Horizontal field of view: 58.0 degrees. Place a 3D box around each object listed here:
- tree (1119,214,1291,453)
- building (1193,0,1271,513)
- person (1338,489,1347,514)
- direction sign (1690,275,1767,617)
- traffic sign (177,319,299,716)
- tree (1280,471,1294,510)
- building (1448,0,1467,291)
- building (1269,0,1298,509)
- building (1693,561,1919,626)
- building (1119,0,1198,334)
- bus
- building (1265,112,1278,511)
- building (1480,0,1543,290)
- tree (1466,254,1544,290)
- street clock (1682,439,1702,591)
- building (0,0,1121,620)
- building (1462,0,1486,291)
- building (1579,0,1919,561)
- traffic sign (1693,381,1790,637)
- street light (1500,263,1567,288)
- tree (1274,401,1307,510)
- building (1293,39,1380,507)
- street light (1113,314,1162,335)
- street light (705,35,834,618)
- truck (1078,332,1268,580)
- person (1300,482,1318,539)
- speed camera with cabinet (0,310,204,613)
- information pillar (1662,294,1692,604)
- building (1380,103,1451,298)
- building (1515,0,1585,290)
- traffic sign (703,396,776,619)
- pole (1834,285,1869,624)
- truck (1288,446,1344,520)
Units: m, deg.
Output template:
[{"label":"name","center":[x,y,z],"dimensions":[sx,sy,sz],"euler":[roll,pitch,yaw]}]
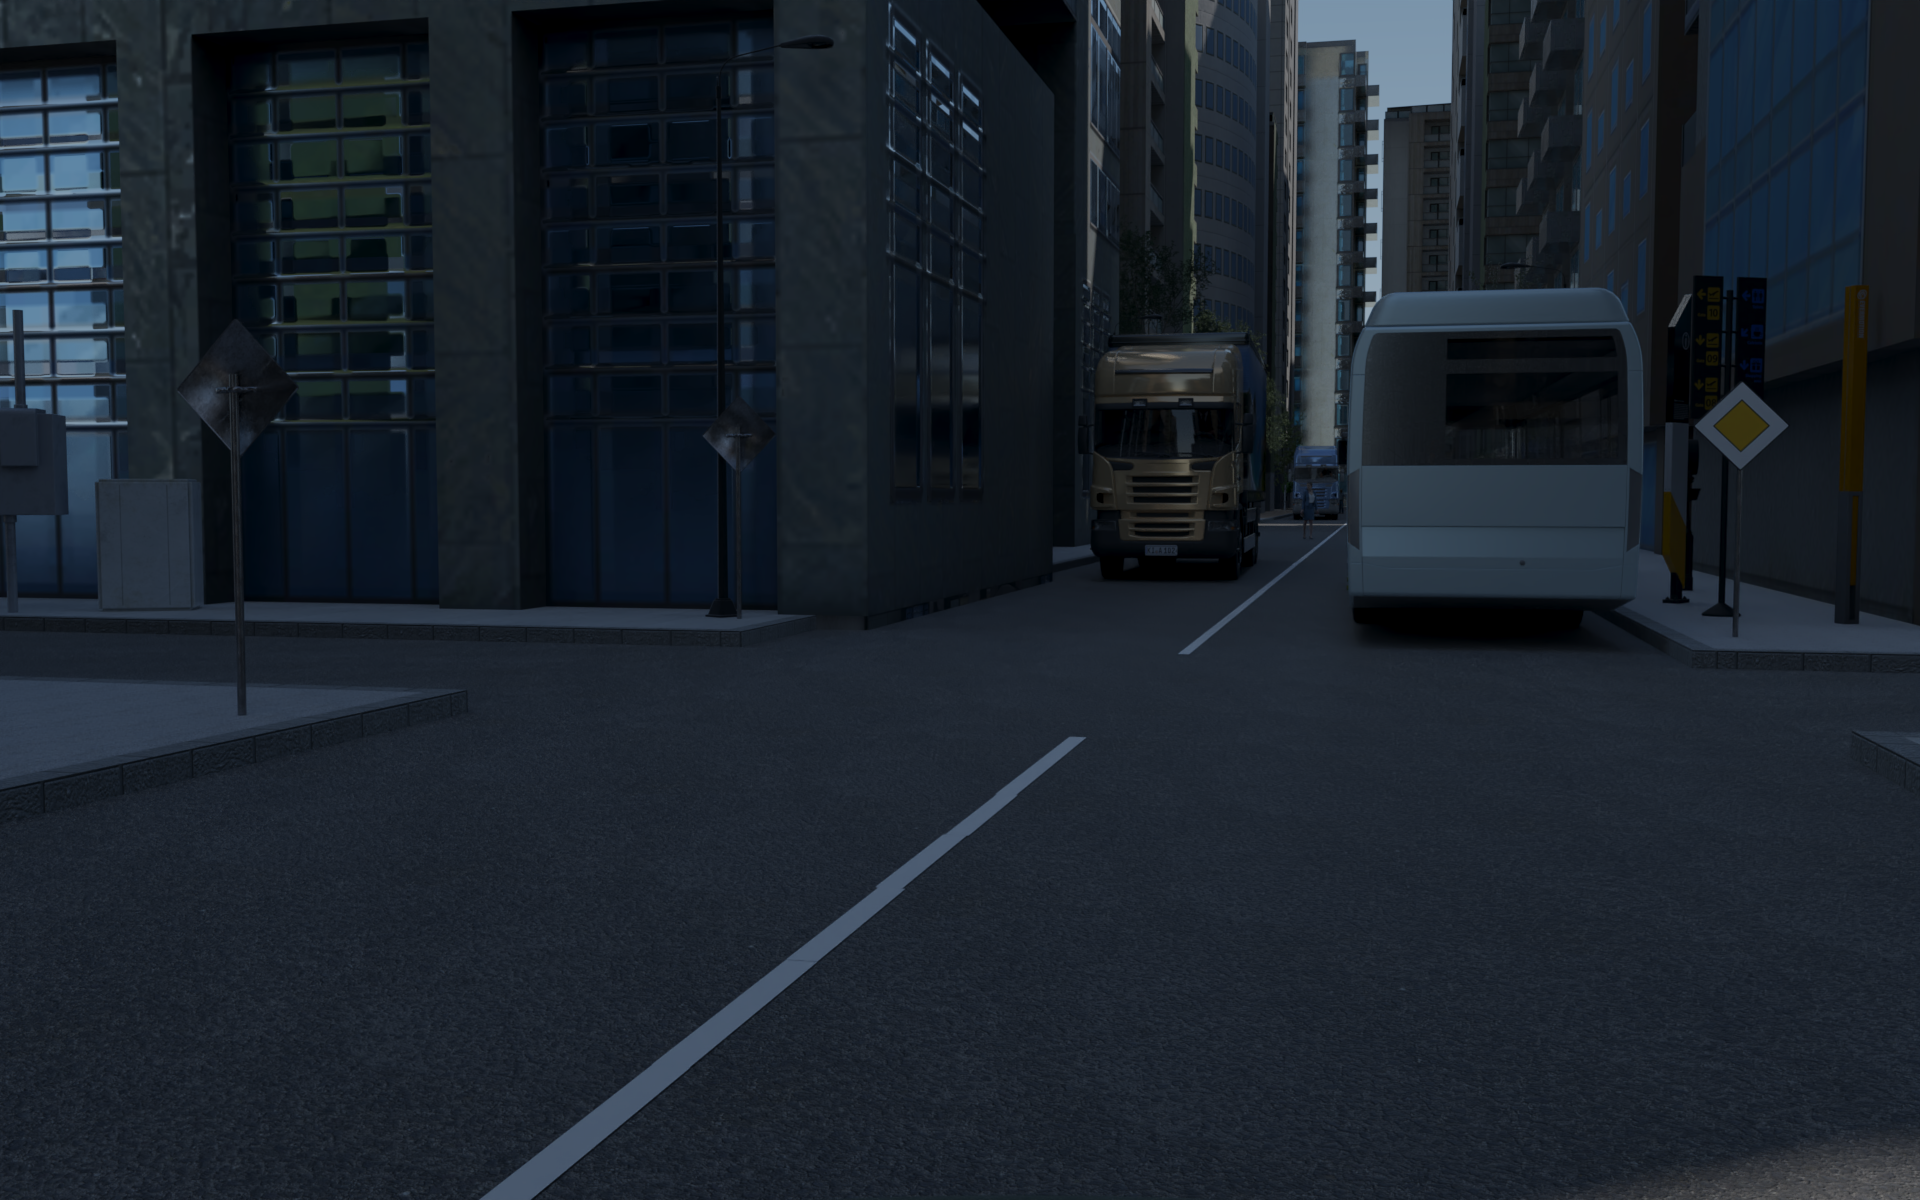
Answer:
[{"label":"tree","center":[6.166,-7.591,58.529],"dimensions":[7.601,10.594,8.767],"euler":[-1,4,-9]},{"label":"building","center":[7.466,-34.509,106.219],"dimensions":[21.231,58.520,28.212],"euler":[1,4,14]},{"label":"person","center":[27.970,-7.253,127.163],"dimensions":[0.705,1.814,1.350],"euler":[-3,5,-43]},{"label":"direction sign","center":[8.015,-1.598,18.127],"dimensions":[0.876,3.537,0.379],"euler":[-1,4,-15]},{"label":"traffic sign","center":[-4.162,-0.388,9.985],"dimensions":[0.795,2.450,0.064],"euler":[1,4,14]},{"label":"tree","center":[26.596,-8.936,140.704],"dimensions":[1.663,3.219,1.824],"euler":[0,3,0]},{"label":"building","center":[54.796,-33.878,143.139],"dimensions":[28.713,52.752,27.495],"euler":[1,4,14]},{"label":"building","center":[19.389,-43.868,155.493],"dimensions":[20.611,71.187,20.563],"euler":[1,4,14]},{"label":"building","center":[17.243,-22.599,19.605],"dimensions":[14.200,45.320,14.600],"euler":[1,4,14]},{"label":"building","center":[2.247,-23.807,72.845],"dimensions":[14.154,41.232,14.086],"euler":[1,4,14]},{"label":"bus","center":[6.270,-1.666,22.097],"dimensions":[2.948,3.499,13.247],"euler":[1,4,13]},{"label":"building","center":[15.673,-21.735,127.076],"dimensions":[14.160,30.474,14.107],"euler":[1,4,14]},{"label":"building","center":[36.505,-19.926,97.497],"dimensions":[14.160,30.474,14.107],"euler":[1,4,14]},{"label":"tree","center":[17.123,-6.290,53.196],"dimensions":[4.360,8.622,3.978],"euler":[0,3,0]},{"label":"street clock","center":[9.647,-1.127,22.998],"dimensions":[0.358,2.002,0.471],"euler":[1,4,17]},{"label":"building","center":[-8.137,-44.071,33.232],"dimensions":[22.319,86.520,31.000],"euler":[1,4,14]},{"label":"building","center":[44.993,-35.149,116.691],"dimensions":[21.231,58.520,28.212],"euler":[1,4,14]},{"label":"building","center":[22.703,-23.846,39.998],"dimensions":[14.600,45.320,14.200],"euler":[1,4,14]},{"label":"traffic sign","center":[6.953,-0.724,15.476],"dimensions":[0.795,2.450,0.064],"euler":[1,4,14]},{"label":"street light","center":[11.540,-3.809,34.818],"dimensions":[1.470,5.913,1.316],"euler":[1,4,14]},{"label":"tree","center":[25.549,-11.395,136.678],"dimensions":[4.737,8.622,4.395],"euler":[0,3,0]},{"label":"building","center":[29.084,-34.632,185.834],"dimensions":[30.456,49.044,23.786],"euler":[1,4,14]},{"label":"street light","center":[4.542,-4.435,45.049],"dimensions":[1.470,5.913,1.316],"euler":[1,4,14]},{"label":"street light","center":[-1.955,-2.769,17.813],"dimensions":[1.470,5.913,1.316],"euler":[1,4,14]},{"label":"truck","center":[4.283,-2.667,32.511],"dimensions":[2.839,4.237,11.283],"euler":[1,4,12]},{"label":"person","center":[11.127,-2.855,55.195],"dimensions":[0.581,1.822,0.654],"euler":[0,4,3]},{"label":"speed camera with cabinet","center":[-9.488,-1.510,19.025],"dimensions":[2.038,3.252,0.660],"euler":[-1,4,-13]},{"label":"information pillar","center":[8.387,-1.768,20.256],"dimensions":[0.183,3.616,0.504],"euler":[3,5,44]},{"label":"building","center":[49.808,-30.099,175.717],"dimensions":[14.086,41.232,14.154],"euler":[1,4,14]},{"label":"building","center":[34.322,-27.438,68.214],"dimensions":[23.786,49.044,30.456],"euler":[1,4,14]},{"label":"traffic sign","center":[-2.266,-0.862,17.743],"dimensions":[0.795,2.450,0.064],"euler":[1,4,14]},{"label":"pole","center":[8.777,-1.419,17.043],"dimensions":[0.158,3.312,0.155],"euler":[0,3,0]},{"label":"truck","center":[21.071,-6.890,102.410],"dimensions":[2.967,4.110,18.799],"euler":[1,4,12]}]
